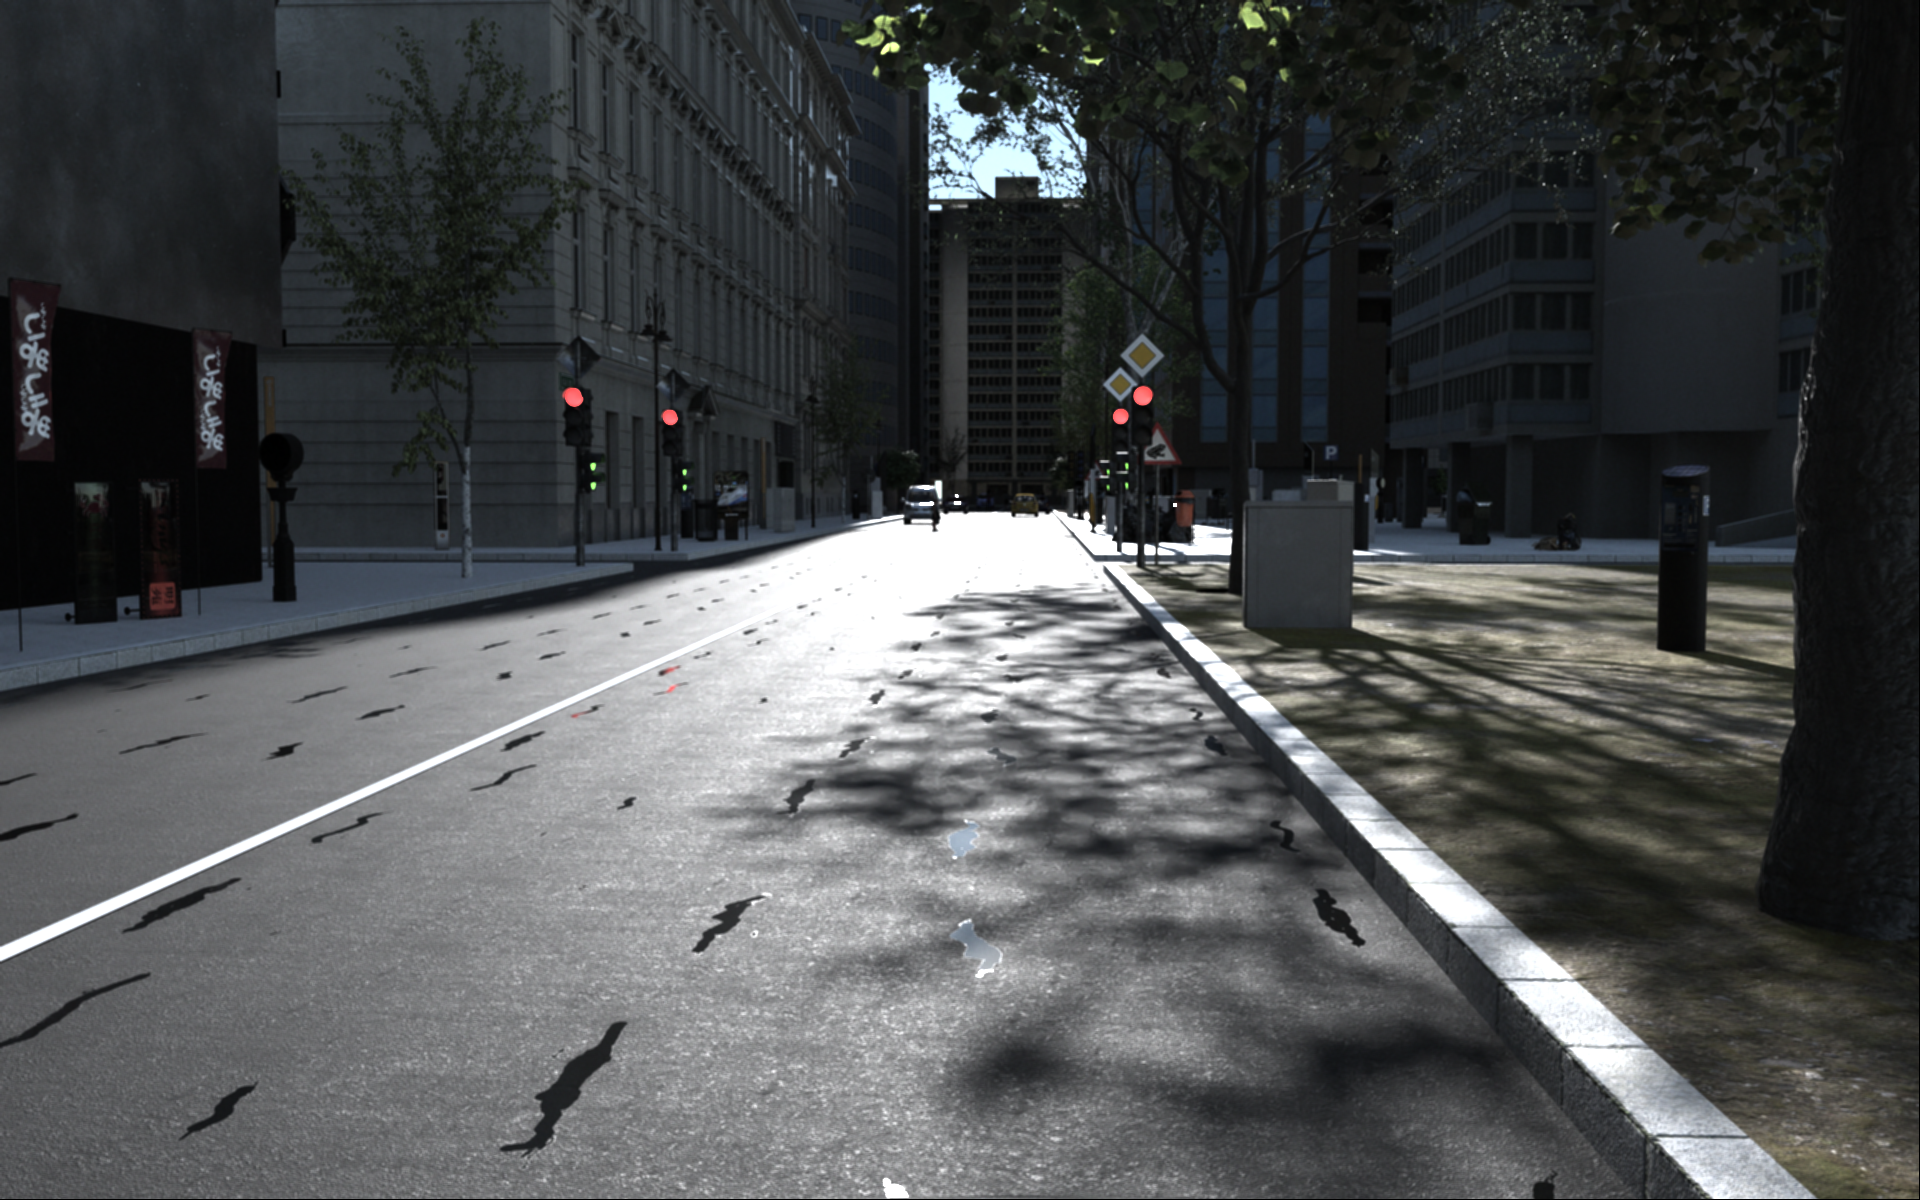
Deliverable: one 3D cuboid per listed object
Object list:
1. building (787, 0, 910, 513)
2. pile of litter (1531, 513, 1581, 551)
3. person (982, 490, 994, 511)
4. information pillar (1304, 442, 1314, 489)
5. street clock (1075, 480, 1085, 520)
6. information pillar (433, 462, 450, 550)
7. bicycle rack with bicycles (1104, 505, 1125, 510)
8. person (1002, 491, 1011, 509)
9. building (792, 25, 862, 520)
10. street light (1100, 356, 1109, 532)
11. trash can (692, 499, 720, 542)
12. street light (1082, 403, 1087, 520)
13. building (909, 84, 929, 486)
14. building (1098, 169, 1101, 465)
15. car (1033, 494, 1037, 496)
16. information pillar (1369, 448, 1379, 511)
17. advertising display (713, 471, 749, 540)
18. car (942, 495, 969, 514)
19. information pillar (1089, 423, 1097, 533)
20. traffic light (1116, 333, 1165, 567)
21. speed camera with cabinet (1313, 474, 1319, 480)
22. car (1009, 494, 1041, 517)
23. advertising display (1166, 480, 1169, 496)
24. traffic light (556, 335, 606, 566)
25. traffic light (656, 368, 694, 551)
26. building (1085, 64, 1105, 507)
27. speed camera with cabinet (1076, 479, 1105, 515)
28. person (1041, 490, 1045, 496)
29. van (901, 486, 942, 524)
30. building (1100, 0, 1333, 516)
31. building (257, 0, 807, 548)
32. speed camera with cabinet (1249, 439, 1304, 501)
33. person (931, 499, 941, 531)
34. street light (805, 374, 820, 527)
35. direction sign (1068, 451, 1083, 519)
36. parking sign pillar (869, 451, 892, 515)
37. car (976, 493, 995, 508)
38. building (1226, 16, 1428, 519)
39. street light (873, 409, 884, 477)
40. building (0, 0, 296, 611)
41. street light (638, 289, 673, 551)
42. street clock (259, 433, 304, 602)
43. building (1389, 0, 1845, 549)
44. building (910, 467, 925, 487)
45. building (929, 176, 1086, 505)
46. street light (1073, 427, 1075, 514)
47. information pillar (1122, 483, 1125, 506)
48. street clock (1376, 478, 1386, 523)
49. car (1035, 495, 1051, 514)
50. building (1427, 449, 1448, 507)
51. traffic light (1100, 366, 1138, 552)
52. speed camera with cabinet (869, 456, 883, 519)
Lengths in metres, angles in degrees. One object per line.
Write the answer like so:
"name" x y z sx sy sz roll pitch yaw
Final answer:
"building" -15.247 -35.809 127.472 21.231 58.520 28.212 0 4 3
"pile of litter" 13.672 -1.578 39.759 1.176 0.858 1.719 3 5 44
"person" 2.387 -8.182 142.958 1.217 1.739 0.721 1 4 14
"information pillar" 15.619 -5.280 77.678 0.183 3.616 0.504 -3 5 -40
"street clock" 5.997 -5.026 86.745 0.471 2.002 0.358 3 4 39
"information pillar" -11.858 -2.146 39.582 0.304 2.012 0.304 -2 4 -25
"bicycle rack with bicycles" 9.254 -4.882 93.204 2.852 0.926 2.925 -1 4 -14
"person" 4.619 -9.920 171.480 1.217 1.735 0.721 -3 4 -38
"building" -13.456 -18.871 95.929 14.401 28.519 23.554 0 4 3
"street light" 4.926 -5.228 58.263 0.468 5.910 1.993 0 4 3
"trash can" -6.879 -2.159 46.958 0.748 1.137 0.748 0 3 0
"street light" 6.091 -6.884 85.339 0.468 5.910 1.993 0 4 3
"building" -14.297 -33.850 177.157 21.600 48.544 21.300 0 4 3
"building" 22.822 -31.936 141.754 23.786 49.044 30.456 0 4 3
"car" 6.899 -9.872 170.203 1.959 1.807 4.718 0 4 3
"information pillar" 20.900 -5.880 87.497 0.504 3.616 0.183 -1 4 -18
"advertising display" -6.349 -2.621 48.063 0.974 1.923 0.123 -1 4 -17
"car" -0.301 -6.948 126.176 1.945 1.354 3.894 0 4 2
"information pillar" 4.394 -4.034 57.316 0.183 3.616 0.504 1 4 15
"traffic light" 3.158 -2.531 30.307 0.839 4.253 0.868 0 4 3
"speed camera with cabinet" 15.206 -5.145 78.451 2.038 3.252 0.660 0 4 -5
"car" 4.149 -6.137 110.571 2.015 1.641 3.980 0 4 3
"advertising display" 9.517 -4.538 79.409 0.123 1.923 0.974 0 4 6
"traffic light" -6.744 -2.557 30.731 0.839 4.253 0.868 0 4 3
"traffic light" -6.388 -3.045 38.708 0.839 4.253 0.868 0 4 3
"building" 22.934 -38.457 170.768 21.231 58.520 28.212 0 4 3
"speed camera with cabinet" 8.023 -6.846 106.274 2.038 3.252 0.660 3 5 45
"person" 7.315 -8.931 154.529 0.705 1.822 1.348 -2 4 -27
"van" -1.849 -4.711 84.040 2.013 2.044 4.112 0 4 1
"building" 16.924 -28.723 119.728 14.600 45.320 14.200 0 4 3
"building" -16.527 -17.480 62.212 17.030 29.872 44.131 0 4 3
"speed camera with cabinet" 11.272 -4.164 62.420 2.038 3.252 0.660 1 4 13
"person" -0.935 -3.341 67.800 0.373 1.253 0.362 2 4 27
"street light" -5.660 -5.739 66.623 0.468 5.910 1.993 0 4 3
"direction sign" 6.053 -6.041 90.763 0.876 3.537 0.379 2 4 23
"parking sign pillar" -4.924 -7.235 106.769 1.447 3.967 1.447 1 4 16
"car" 2.617 -10.260 177.336 1.945 1.707 3.694 0 4 4
"building" 18.262 -27.270 95.970 14.600 45.320 14.200 0 4 3
"street light" -4.418 -7.413 93.997 0.468 5.910 1.993 0 4 3
"building" -18.820 -9.335 20.087 16.811 18.784 16.820 0 4 3
"street light" -6.859 -4.061 39.186 0.468 5.910 1.993 0 4 3
"street clock" -8.077 -0.984 20.657 0.471 2.002 0.358 1 4 18
"building" 27.466 -22.176 54.458 23.993 40.220 32.217 0 4 3
"building" -13.624 -43.636 151.697 20.563 71.187 20.611 0 4 3
"building" 6.952 -31.967 214.534 23.993 40.220 32.217 0 4 3
"street light" 7.445 -8.543 112.473 0.468 5.910 1.993 0 4 3
"information pillar" 9.105 -5.703 97.731 0.304 2.012 0.304 2 4 31
"street clock" 18.527 -4.385 76.269 0.358 2.002 0.471 3 5 42
"car" 5.574 -6.855 124.659 1.945 1.354 3.894 0 4 1
"building" 51.403 -46.962 206.088 20.611 71.187 20.563 0 4 3
"traffic light" 3.514 -3.019 38.284 0.839 4.253 0.868 0 4 3
"speed camera with cabinet" -4.333 -5.805 89.253 0.660 3.252 2.038 0 4 -6
